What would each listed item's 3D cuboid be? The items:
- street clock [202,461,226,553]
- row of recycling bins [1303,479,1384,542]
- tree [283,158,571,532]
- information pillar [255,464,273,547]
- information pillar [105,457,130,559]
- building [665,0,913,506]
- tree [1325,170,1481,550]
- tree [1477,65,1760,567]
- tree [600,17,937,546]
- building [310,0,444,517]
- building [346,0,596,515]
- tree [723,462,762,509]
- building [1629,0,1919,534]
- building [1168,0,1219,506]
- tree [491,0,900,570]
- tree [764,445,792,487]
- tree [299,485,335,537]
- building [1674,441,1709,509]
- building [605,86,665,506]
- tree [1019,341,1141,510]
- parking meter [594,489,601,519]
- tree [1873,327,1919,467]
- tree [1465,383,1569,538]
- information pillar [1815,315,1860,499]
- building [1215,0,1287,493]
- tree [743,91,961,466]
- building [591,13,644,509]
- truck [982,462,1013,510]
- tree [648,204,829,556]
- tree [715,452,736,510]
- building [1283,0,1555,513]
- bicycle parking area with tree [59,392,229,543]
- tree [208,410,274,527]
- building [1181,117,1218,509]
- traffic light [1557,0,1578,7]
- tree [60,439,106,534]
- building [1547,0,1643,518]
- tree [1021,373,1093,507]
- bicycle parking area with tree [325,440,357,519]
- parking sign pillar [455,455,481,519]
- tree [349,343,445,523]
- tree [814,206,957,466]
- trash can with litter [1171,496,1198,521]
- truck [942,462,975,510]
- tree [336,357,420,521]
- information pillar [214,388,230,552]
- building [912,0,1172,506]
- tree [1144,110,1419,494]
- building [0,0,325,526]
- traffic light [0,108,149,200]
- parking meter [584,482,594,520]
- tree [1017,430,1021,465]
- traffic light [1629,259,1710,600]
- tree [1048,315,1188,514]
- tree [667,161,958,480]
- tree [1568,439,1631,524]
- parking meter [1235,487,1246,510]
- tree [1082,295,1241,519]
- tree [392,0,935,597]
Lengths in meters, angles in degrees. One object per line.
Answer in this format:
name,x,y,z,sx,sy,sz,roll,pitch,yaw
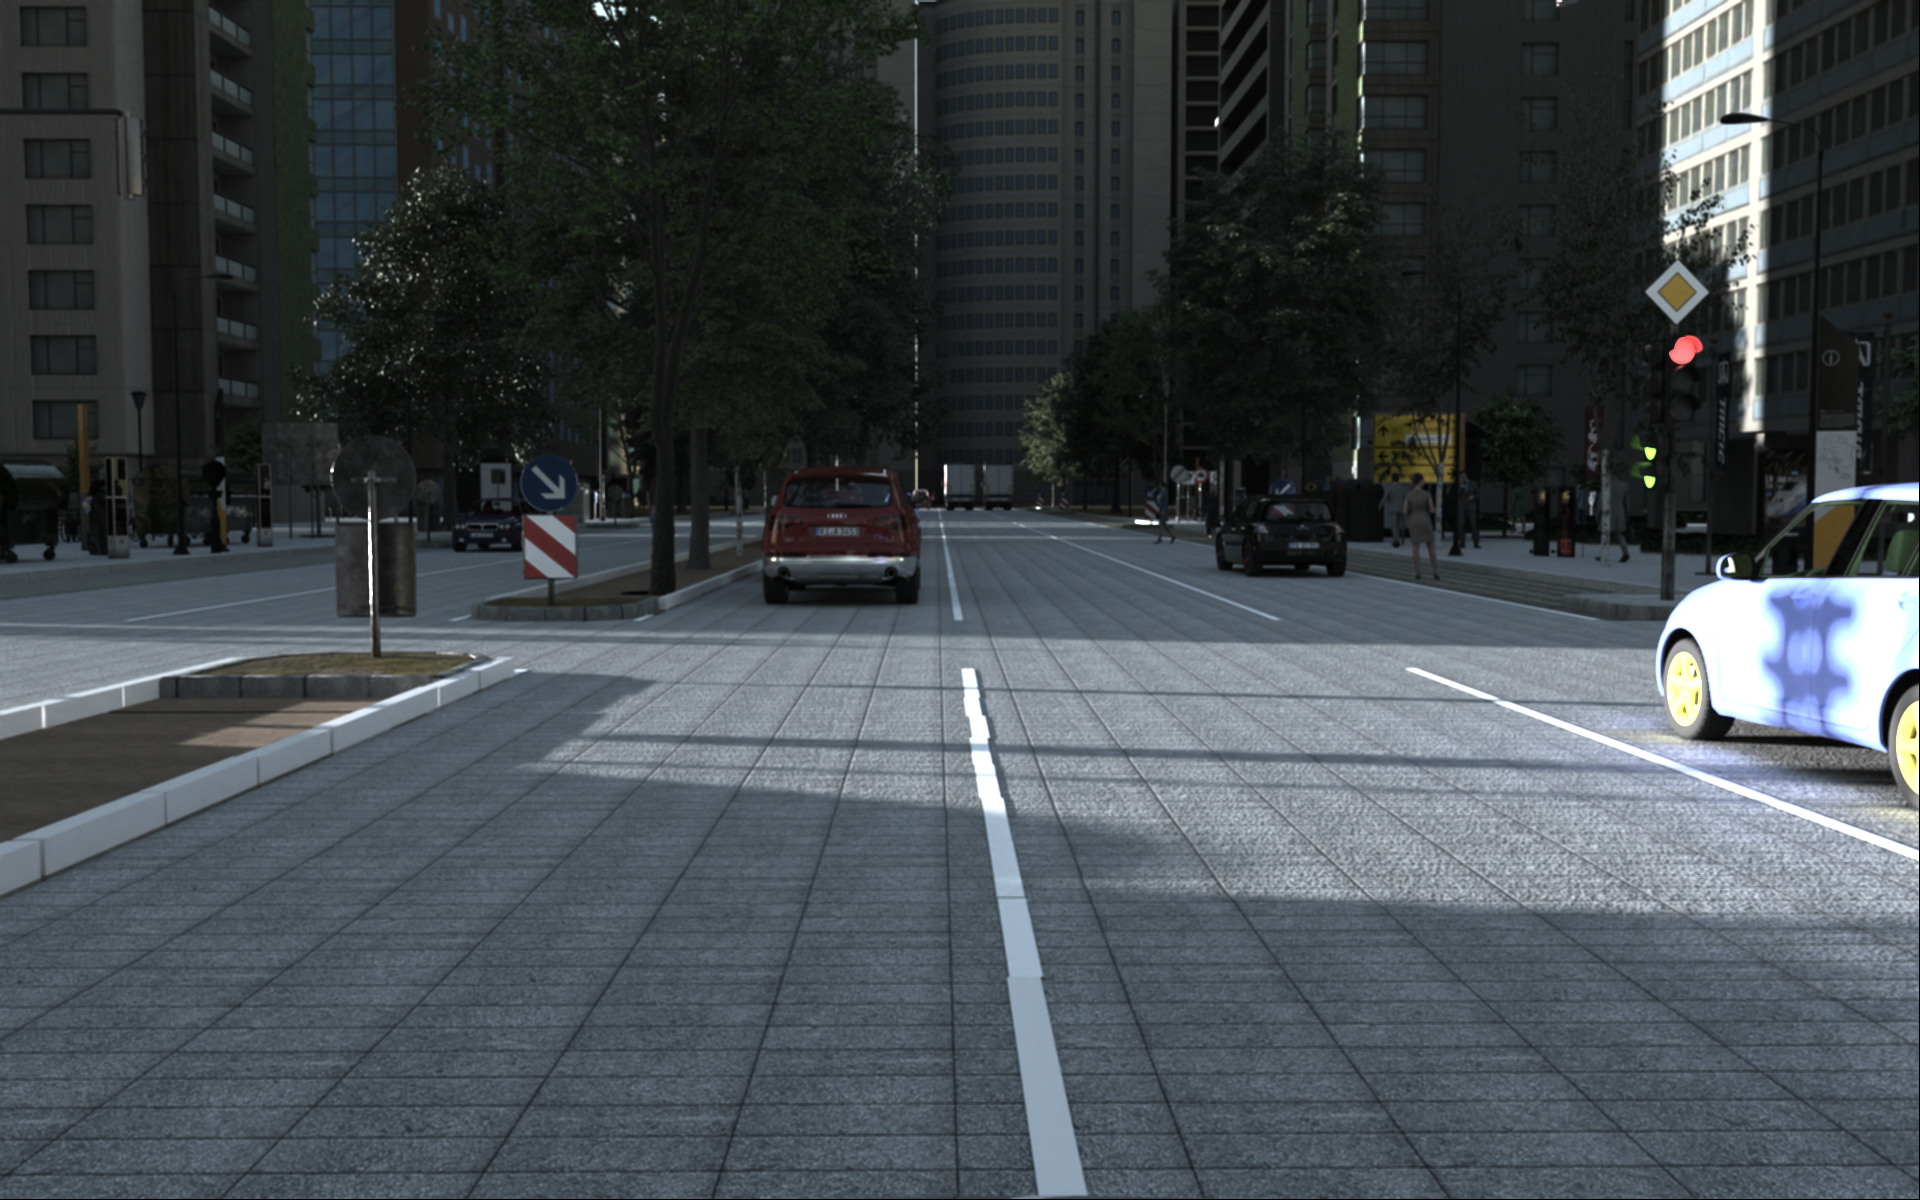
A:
street clock,-16.216,-2.026,37.693,0.471,2.002,0.358,-2,4,-30
row of recycling bins,10.545,-2.481,47.675,1.069,1.692,3.534,-1,4,-17
tree,-17.592,-8.699,59.243,9.611,12.733,9.660,0,3,0
information pillar,-16.953,-2.306,42.189,0.304,2.012,0.304,-2,4,-34
information pillar,-16.803,-1.837,34.535,0.304,2.012,0.304,3,5,39
building,-19.167,-40.243,199.979,28.212,58.520,21.231,0,4,-1
tree,10.836,-5.460,39.633,4.360,8.622,3.978,0,3,0
tree,11.343,-4.873,30.039,4.360,8.622,3.978,0,3,0
tree,-5.090,-8.424,46.852,9.857,13.997,8.962,0,3,0
building,-35.677,-28.500,116.089,14.600,45.320,14.200,0,4,-1
building,-35.948,-29.367,130.260,14.600,45.320,14.200,0,4,-1
tree,-18.484,-10.009,147.355,4.285,4.588,4.351,0,3,0
building,33.404,-21.618,45.339,23.993,40.220,32.217,0,4,-1
building,34.266,-46.558,199.473,20.611,71.187,20.563,0,4,-1
tree,-5.049,-6.866,32.837,7.486,12.596,7.792,0,3,0
tree,-18.818,-13.416,169.714,4.360,8.622,3.978,0,3,0
tree,-19.233,-3.492,51.688,1.663,3.219,1.824,0,3,0
building,68.265,-28.815,154.714,14.086,41.232,14.154,0,4,-1
building,-48.510,-35.544,200.750,30.456,49.044,23.786,0,4,-1
tree,9.886,-13.806,136.090,12.009,13.543,11.850,0,3,0
parking meter,-19.026,-5.055,91.061,0.372,1.533,0.369,0,3,0
tree,14.619,-2.457,23.893,4.285,4.588,4.351,0,3,0
tree,16.099,-4.109,50.892,4.285,4.588,4.351,0,3,0
information pillar,11.465,-1.918,22.707,0.504,3.616,0.183,1,4,18
building,31.073,-30.725,126.058,21.300,48.544,21.600,0,4,-1
tree,-6.729,-13.545,79.806,12.611,20.169,13.585,0,3,0
building,-43.655,-30.220,148.720,28.867,44.769,22.147,0,4,-1
truck,3.445,-10.367,158.421,2.839,4.237,11.283,0,4,0
tree,-5.002,-5.281,39.158,4.737,8.622,4.395,0,3,0
tree,-18.569,-11.744,142.379,4.360,8.622,3.978,0,3,0
building,27.340,-25.983,108.419,14.154,41.232,14.086,0,4,-1
bicycle parking area with tree,-25.636,-3.760,48.478,8.231,4.147,9.016,1,4,13
tree,-27.657,-5.152,67.945,4.285,4.588,4.351,0,3,0
building,36.000,-27.967,149.135,32.217,40.220,23.993,0,4,-1
traffic light,6.557,-2.325,12.683,4.771,5.953,1.251,0,4,-1
tree,-28.366,-3.735,55.662,1.663,3.219,1.824,0,3,0
building,25.926,-24.781,88.764,14.154,41.232,14.086,0,4,-1
tree,10.115,-14.853,160.968,7.486,12.596,7.792,0,3,0
bicycle parking area with tree,-35.323,-6.394,91.546,8.231,4.147,9.016,0,4,3
parking sign pillar,-19.413,-4.841,67.622,1.447,3.967,1.447,-3,5,-42
tree,-23.477,-7.477,72.606,4.360,8.622,3.978,0,3,0
tree,-5.178,-9.469,67.642,12.009,13.543,11.850,0,3,0
trash can with litter,11.214,-4.497,84.590,2.233,1.210,1.678,-1,4,-19
truck,-0.106,-10.189,155.510,2.839,4.237,11.283,0,4,-2
tree,-26.995,-7.984,80.906,4.737,8.622,4.395,0,3,0
information pillar,-16.489,-2.891,38.620,0.183,3.616,0.504,-3,4,-36
building,9.033,-40.311,201.086,28.212,58.520,21.231,0,4,-1
tree,10.818,-9.337,59.314,9.857,13.997,8.962,0,3,0
building,-36.894,-23.852,73.582,14.154,41.232,14.086,0,4,-1
traffic light,-12.130,-2.808,20.573,4.771,5.953,1.251,0,4,-1
parking meter,-18.609,-4.965,86.886,0.399,1.863,0.255,2,4,27
tree,9.302,-15.446,170.666,7.486,12.596,7.792,0,3,0
traffic light,8.538,-1.952,20.837,0.839,4.253,0.868,0,4,-1
tree,10.143,-11.873,111.134,9.611,12.733,9.660,0,3,0
tree,-4.859,-8.398,56.768,9.611,12.733,9.660,0,3,0
tree,19.378,-3.573,53.024,1.663,3.219,1.824,0,3,0
parking meter,9.984,-3.257,61.660,0.372,1.533,0.369,0,3,0
tree,10.295,-9.982,88.956,9.928,11.665,9.643,0,3,0
tree,-4.103,-5.864,24.087,9.928,11.665,9.643,0,3,0
